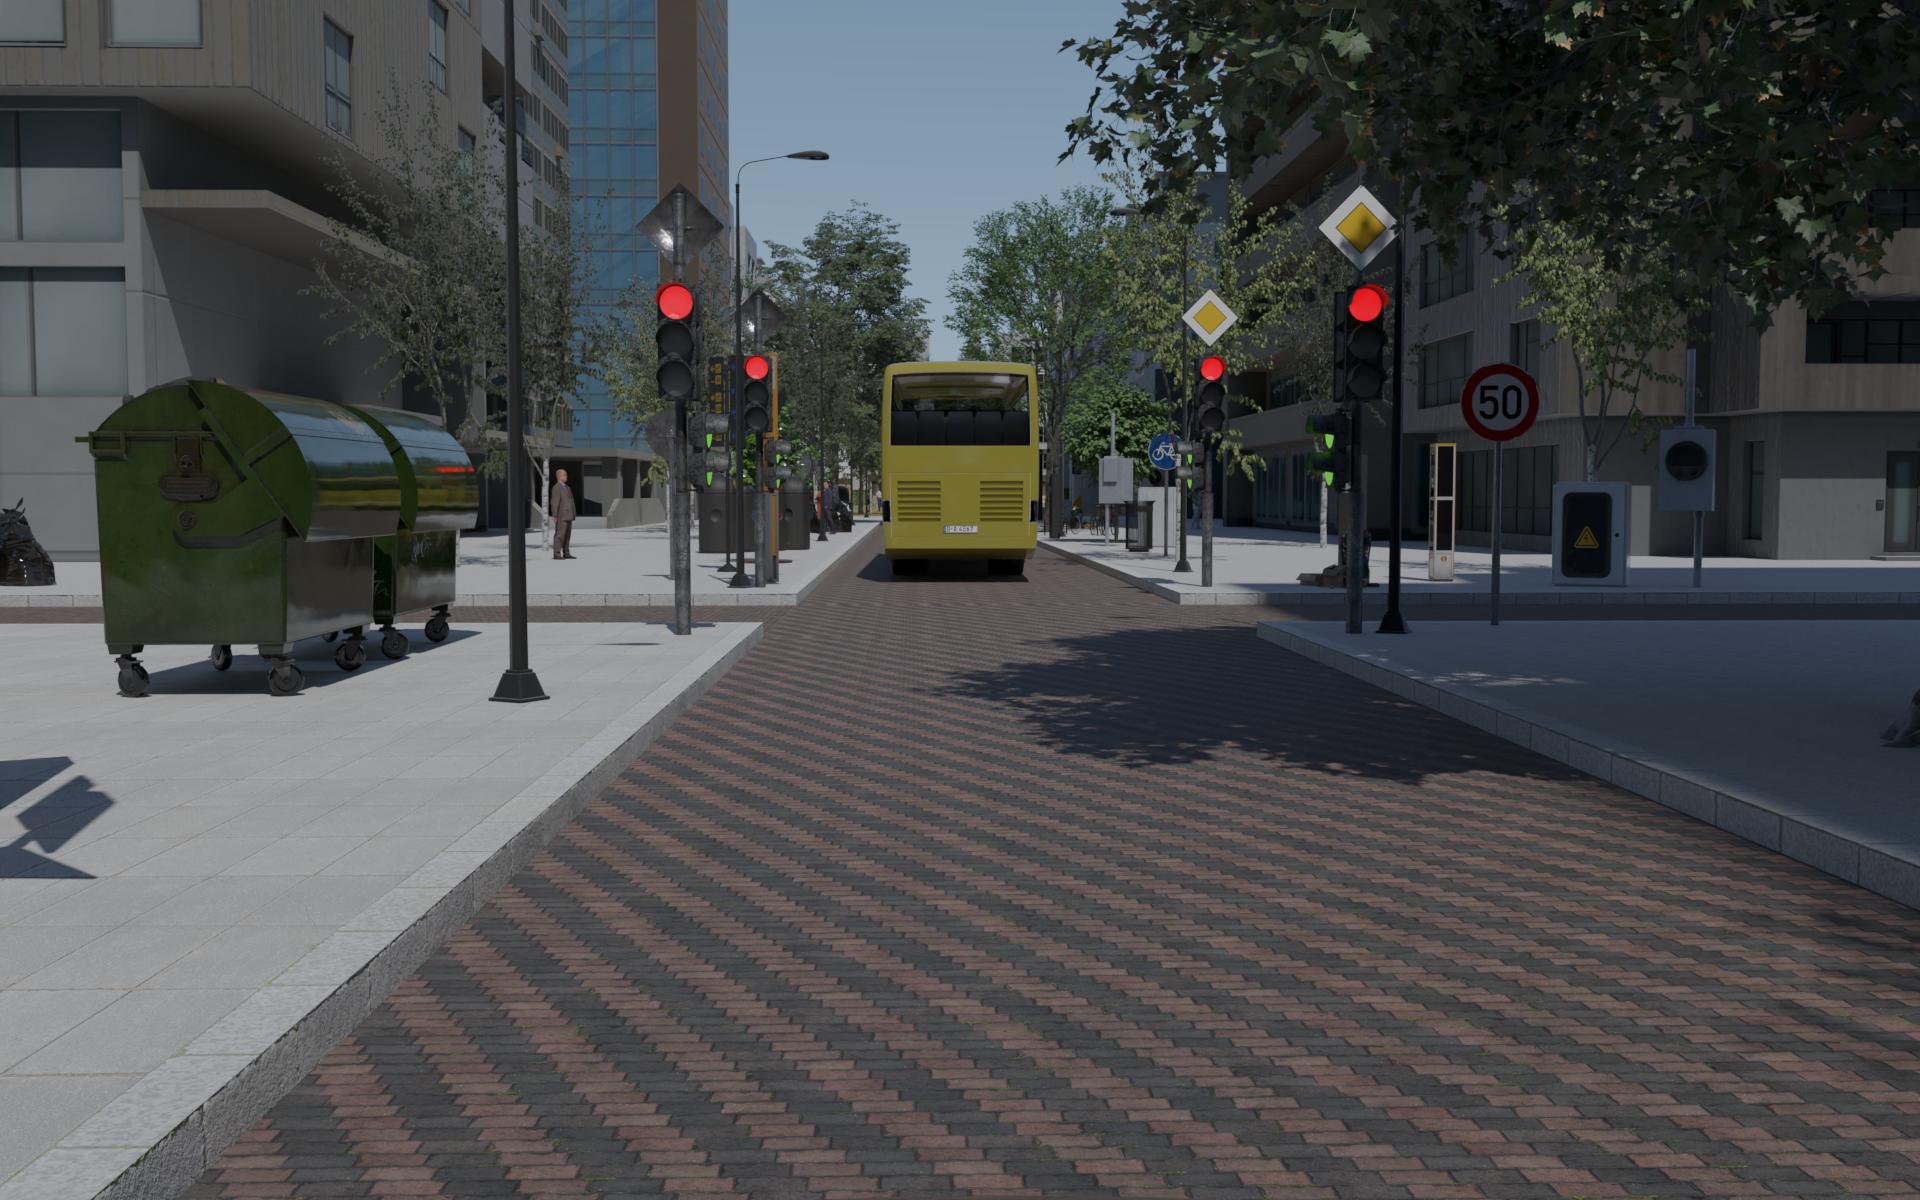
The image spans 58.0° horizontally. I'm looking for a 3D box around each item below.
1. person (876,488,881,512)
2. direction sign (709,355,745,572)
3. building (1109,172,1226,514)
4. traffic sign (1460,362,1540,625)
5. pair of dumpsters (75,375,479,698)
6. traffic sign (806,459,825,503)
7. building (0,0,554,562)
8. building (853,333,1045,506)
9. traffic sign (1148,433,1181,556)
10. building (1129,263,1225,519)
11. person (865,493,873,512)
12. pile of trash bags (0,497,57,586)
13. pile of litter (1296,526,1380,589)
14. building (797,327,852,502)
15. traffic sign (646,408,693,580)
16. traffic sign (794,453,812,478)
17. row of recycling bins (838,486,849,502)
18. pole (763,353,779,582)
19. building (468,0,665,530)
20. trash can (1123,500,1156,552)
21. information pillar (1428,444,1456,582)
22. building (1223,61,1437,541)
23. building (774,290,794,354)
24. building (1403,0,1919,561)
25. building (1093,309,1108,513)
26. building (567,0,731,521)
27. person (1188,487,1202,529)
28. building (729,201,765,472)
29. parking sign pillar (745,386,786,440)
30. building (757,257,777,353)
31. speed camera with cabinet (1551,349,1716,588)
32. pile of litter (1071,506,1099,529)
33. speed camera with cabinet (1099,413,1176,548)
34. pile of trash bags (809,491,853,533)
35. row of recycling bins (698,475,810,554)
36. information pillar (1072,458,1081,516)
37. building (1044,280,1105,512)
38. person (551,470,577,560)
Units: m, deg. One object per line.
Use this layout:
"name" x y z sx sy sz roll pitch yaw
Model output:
"person" -5.984 -7.319 126.645 0.436 1.711 0.756 2 4 25
"direction sign" -3.827 -2.232 28.496 0.876 3.537 0.379 3 5 43
"building" 17.977 -15.357 107.505 16.016 20.091 11.380 0 4 -2
"traffic sign" 5.233 -1.025 16.867 0.768 2.556 0.104 0 4 2
"pair of dumpsters" -4.873 -0.636 12.899 1.574 2.255 4.437 0 4 -2
"traffic sign" -5.346 -3.878 63.512 0.768 2.556 0.104 0 4 2
"building" -26.651 -27.749 42.938 28.713 52.752 27.495 0 4 -2
"building" 3.723 -20.322 198.714 31.486 18.905 16.747 0 4 -2
"traffic sign" 4.288 -2.195 35.989 0.768 2.556 0.104 0 4 6
"building" 21.314 -47.058 82.071 22.319 86.520 31.000 0 4 -2
"person" -6.372 -6.893 121.982 0.421 1.427 0.697 -2 4 -34
"pile of trash bags" -13.358 -0.915 24.710 3.447 1.369 1.912 -2 4 -24
"pile of litter" 5.288 -0.626 24.199 1.176 0.858 1.719 1 4 19
"building" -17.682 -20.854 197.375 11.380 20.091 16.016 0 4 -2
"traffic sign" -4.272 -1.564 25.680 0.768 2.556 0.104 0 4 3
"traffic sign" -4.875 -3.201 52.440 0.768 2.556 0.104 0 4 2
"row of recycling bins" -6.068 -4.916 87.493 1.069 1.692 3.534 0 4 -7
"pole" -2.753 -1.918 25.196 0.158 3.312 0.155 0 3 0
"building" -29.101 -23.063 68.960 32.217 40.220 23.993 0 4 -2
"trash can" 3.969 -1.634 38.363 0.748 1.137 0.748 0 3 0
"information pillar" 7.065 -1.278 25.385 0.304 2.012 0.304 0 4 1
"building" 21.262 -26.468 56.456 21.300 48.544 21.600 0 4 -2
"building" -31.354 -17.849 158.285 31.486 18.905 16.747 0 4 -2
"building" 18.664 -16.292 38.068 14.107 30.474 14.160 0 4 -2
"building" 17.312 -16.051 118.850 16.016 20.091 11.380 0 4 -2
"building" -19.573 -26.848 89.072 14.600 45.320 14.200 0 4 -2
"person" 8.735 -3.490 63.833 0.841 1.734 0.376 -3 5 -44
"building" -22.491 -15.157 114.275 16.747 18.905 31.486 0 4 -2
"parking sign pillar" -4.858 -3.322 42.790 1.447 3.967 1.447 2 4 31
"building" -22.331 -17.110 136.171 16.016 20.091 11.380 0 4 -2
"speed camera with cabinet" 9.279 -1.806 23.857 2.038 3.252 0.660 2 4 27
"pile of litter" 4.575 -3.055 63.909 1.176 0.858 1.719 2 4 25
"speed camera with cabinet" 4.407 -2.920 42.078 2.038 3.252 0.660 2 4 32
"pile of trash bags" -4.512 -2.922 57.528 1.912 1.369 3.447 0 4 -4
"row of recycling bins" -4.604 -1.931 38.688 1.069 1.692 3.534 2 4 30
"information pillar" 4.887 -4.979 72.754 0.183 3.616 0.504 3 5 45
"building" 16.670 -16.775 140.734 16.747 18.905 31.486 0 4 -2
"person" -7.746 -1.676 33.991 0.434 1.755 0.990 1 4 16
